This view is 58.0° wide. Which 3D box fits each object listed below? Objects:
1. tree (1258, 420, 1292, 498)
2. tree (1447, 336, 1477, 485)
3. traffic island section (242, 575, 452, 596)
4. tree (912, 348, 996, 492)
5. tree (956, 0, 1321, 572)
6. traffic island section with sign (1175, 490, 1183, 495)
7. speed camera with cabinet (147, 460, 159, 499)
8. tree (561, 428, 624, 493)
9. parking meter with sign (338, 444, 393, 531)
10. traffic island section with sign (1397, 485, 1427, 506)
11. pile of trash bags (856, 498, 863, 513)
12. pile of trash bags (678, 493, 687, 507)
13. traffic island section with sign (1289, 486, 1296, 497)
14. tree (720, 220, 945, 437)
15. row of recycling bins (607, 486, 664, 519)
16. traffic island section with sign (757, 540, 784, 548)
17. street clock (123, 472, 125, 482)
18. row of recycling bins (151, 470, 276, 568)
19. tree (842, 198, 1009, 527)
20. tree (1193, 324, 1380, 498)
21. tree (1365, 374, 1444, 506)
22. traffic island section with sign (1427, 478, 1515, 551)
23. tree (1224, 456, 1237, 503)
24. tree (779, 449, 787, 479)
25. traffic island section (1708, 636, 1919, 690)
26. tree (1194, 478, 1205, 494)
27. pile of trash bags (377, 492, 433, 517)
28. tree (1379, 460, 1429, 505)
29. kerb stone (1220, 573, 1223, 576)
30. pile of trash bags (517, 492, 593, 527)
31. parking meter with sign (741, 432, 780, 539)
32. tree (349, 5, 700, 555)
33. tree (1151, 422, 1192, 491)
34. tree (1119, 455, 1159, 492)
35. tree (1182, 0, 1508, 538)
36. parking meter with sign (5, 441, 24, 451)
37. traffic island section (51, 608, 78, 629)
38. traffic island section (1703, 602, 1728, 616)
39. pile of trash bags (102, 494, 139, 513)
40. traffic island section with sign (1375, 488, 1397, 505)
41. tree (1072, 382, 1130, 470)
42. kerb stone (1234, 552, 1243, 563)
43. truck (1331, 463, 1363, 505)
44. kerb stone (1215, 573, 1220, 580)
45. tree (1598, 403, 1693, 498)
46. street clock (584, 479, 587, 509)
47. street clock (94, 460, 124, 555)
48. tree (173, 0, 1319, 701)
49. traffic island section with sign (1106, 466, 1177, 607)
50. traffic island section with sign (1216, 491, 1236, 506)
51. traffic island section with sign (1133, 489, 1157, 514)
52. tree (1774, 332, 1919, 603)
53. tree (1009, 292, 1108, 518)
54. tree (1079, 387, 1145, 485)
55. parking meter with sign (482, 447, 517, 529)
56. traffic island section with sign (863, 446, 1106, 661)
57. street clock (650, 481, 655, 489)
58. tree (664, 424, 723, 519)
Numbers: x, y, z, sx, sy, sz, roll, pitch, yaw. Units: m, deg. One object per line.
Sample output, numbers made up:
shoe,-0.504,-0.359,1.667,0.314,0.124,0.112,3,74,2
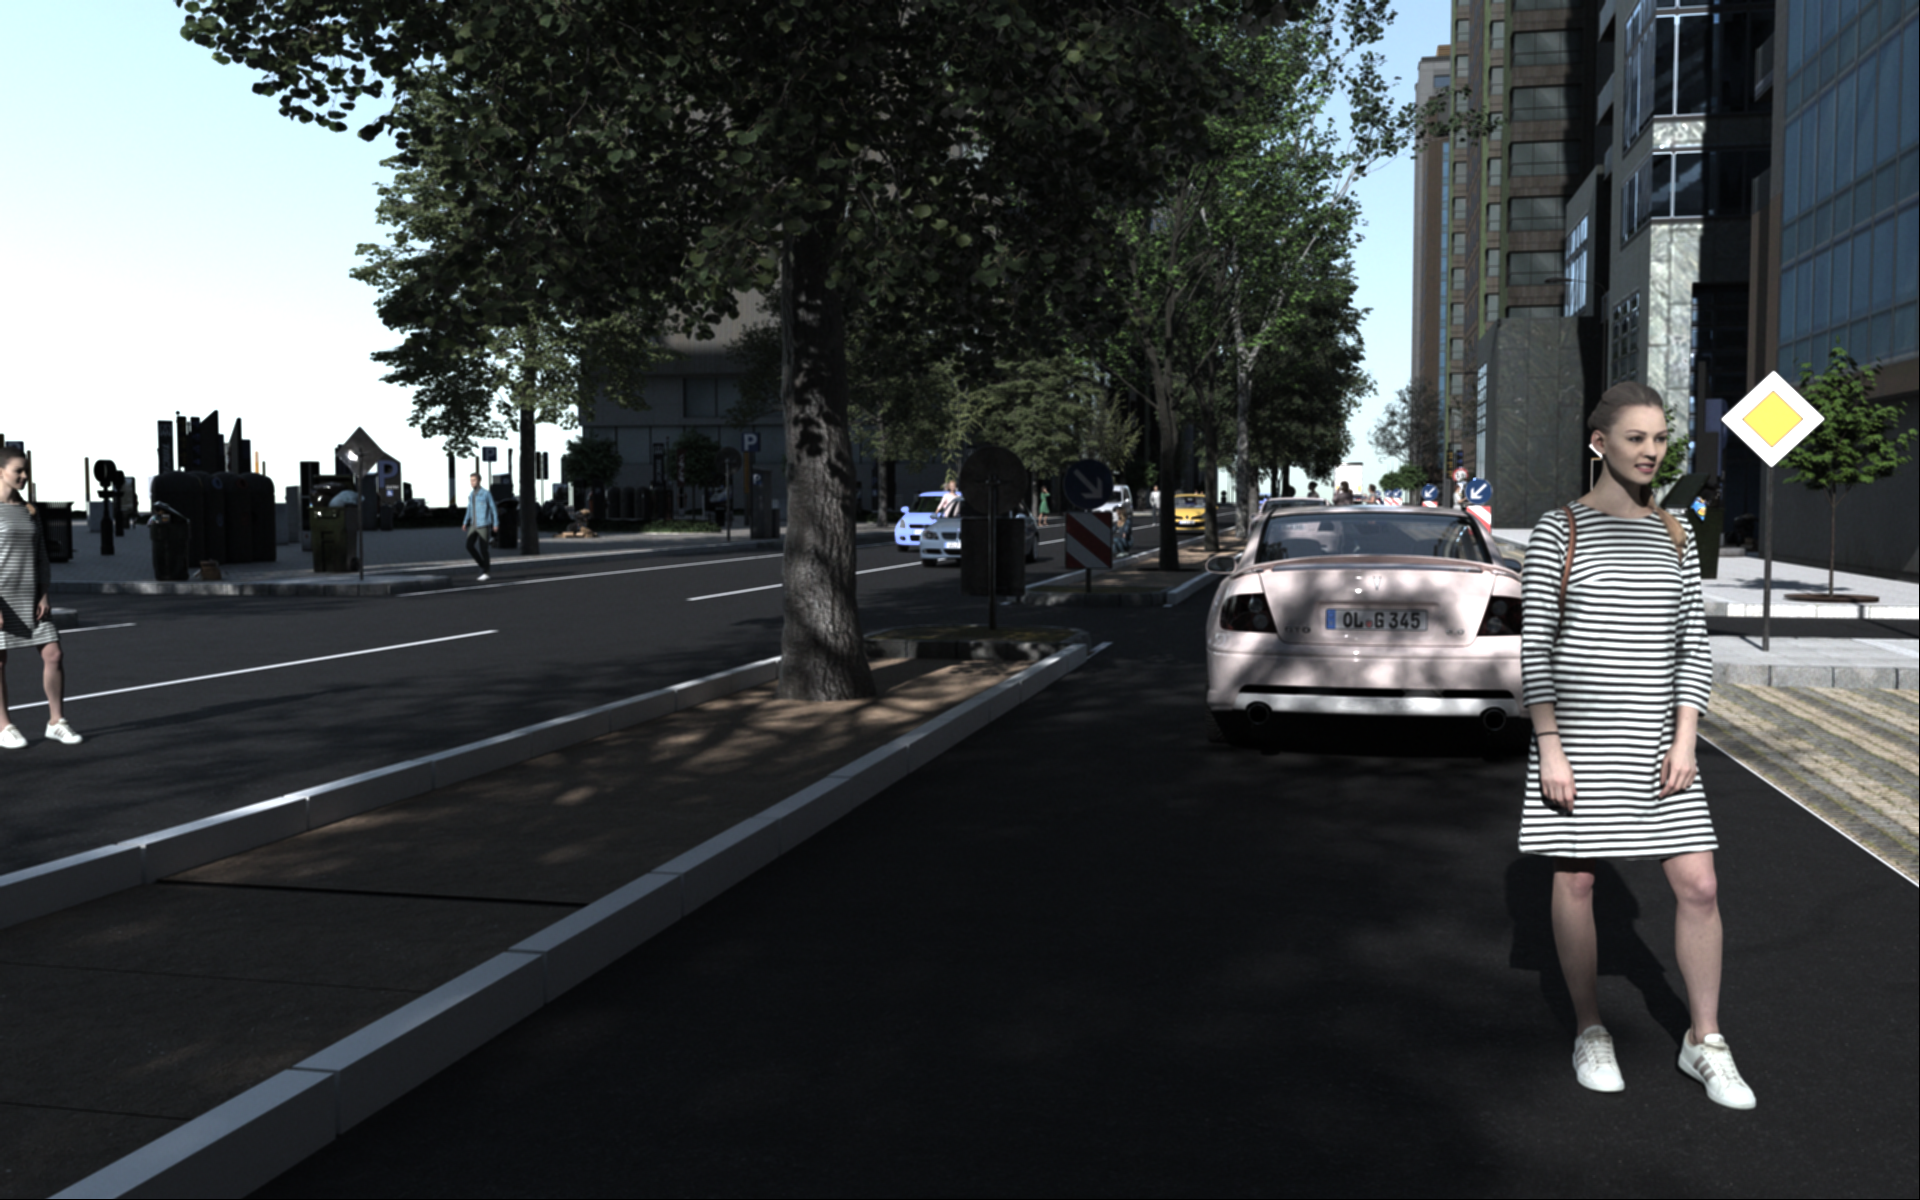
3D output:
tree,15.493,-8.047,84.392,4.737,8.622,4.395,0,3,0
tree,23.476,-7.724,76.655,4.360,8.622,3.978,0,3,0
traffic island section,-8.949,-0.218,25.842,2.009,0.180,2.903,1,4,13
tree,-0.405,-8.329,86.536,4.737,8.622,4.395,0,3,0
tree,3.793,-6.342,31.903,9.928,11.665,9.643,0,3,0
traffic island section with sign,18.919,-8.623,149.609,1.989,1.847,2.006,1,4,13
speed camera with cabinet,-38.947,-5.557,85.197,0.660,3.252,2.038,1,4,21
tree,-18.333,-6.265,86.141,4.285,4.588,4.351,0,3,0
parking meter with sign,-20.828,-3.944,60.740,1.738,3.016,0.543,0,4,-3
traffic island section with sign,18.939,-3.777,70.384,1.989,1.847,2.006,1,4,13
pile of trash bags,-6.166,-4.583,84.689,1.912,1.369,3.447,-3,5,-40
pile of trash bags,-18.121,-5.784,104.326,3.447,1.369,1.912,0,4,3
traffic island section with sign,18.305,-5.398,96.390,2.006,1.907,1.989,1,4,13
tree,-4.384,-7.470,56.554,7.601,10.594,8.767,1,4,21
row of recycling bins,-17.005,-5.131,91.002,3.534,1.692,1.069,1,4,21
traffic island section with sign,-4.230,-2.334,46.796,1.989,1.847,2.006,1,4,13
street clock,-25.586,-2.942,52.674,0.358,2.002,0.471,0,4,-5
row of recycling bins,-13.649,-1.502,31.671,1.069,1.692,3.534,0,4,4
tree,-3.228,-9.099,66.901,7.486,12.596,7.792,0,3,0
tree,17.431,-10.575,92.373,9.611,12.733,9.660,0,3,0
tree,46.313,-16.302,176.913,12.009,13.543,11.850,0,3,0
traffic island section with sign,13.023,-2.169,44.084,1.989,1.847,2.006,1,4,13
tree,39.948,-18.468,252.320,4.360,8.622,3.978,0,3,0
tree,-7.640,-6.416,88.620,4.285,4.588,4.351,0,3,0
traffic island section,6.606,0.496,14.164,2.009,0.180,2.903,1,4,13
tree,28.670,-12.850,204.691,1.663,3.219,1.824,0,3,0
pile of trash bags,-23.091,-3.735,70.811,1.912,1.369,3.447,1,4,16
tree,42.401,-10.963,162.958,4.285,4.588,4.351,0,3,0
kerb stone,4.417,-0.473,29.938,0.120,0.150,1.000,1,4,13
pile of trash bags,-15.891,-3.608,68.742,3.447,1.369,1.912,-1,4,-19
parking meter with sign,-5.694,-3.278,49.862,0.543,3.016,1.738,1,4,16
tree,-8.740,-7.214,36.080,7.486,12.596,7.792,0,3,0
tree,20.246,-13.106,164.650,4.360,8.622,3.978,0,3,0
tree,15.064,-9.896,145.519,4.285,4.588,4.351,0,3,0
tree,10.085,-11.974,54.120,12.611,20.169,13.585,0,3,0
parking meter with sign,-30.942,-3.662,56.129,0.543,3.016,1.738,0,4,-7
traffic island section,-10.703,0.259,18.051,2.009,0.180,2.903,1,4,13
traffic island section,8.360,0.020,21.955,2.009,0.180,2.903,1,4,13
pile of trash bags,-51.574,-5.931,106.728,3.447,1.369,1.912,3,5,40
traffic island section with sign,35.837,-8.367,145.434,1.989,1.847,2.006,1,4,13
tree,9.127,-10.078,115.136,4.360,8.622,3.978,0,3,0
kerb stone,5.995,-0.901,36.925,0.120,0.150,1.000,1,4,13
truck,35.692,-10.435,159.531,2.839,4.237,11.283,1,4,12
kerb stone,4.200,-0.408,28.934,0.120,0.150,1.000,1,4,13
tree,12.655,-2.291,32.059,1.663,3.219,1.824,0,3,0
street clock,-17.406,-4.598,79.745,0.358,2.002,0.471,2,4,33
street clock,-18.010,-1.955,36.533,0.471,2.002,0.358,2,4,31
tree,-0.958,-6.274,11.688,9.857,13.997,8.962,0,3,0
traffic island section with sign,1.809,-0.914,23.078,2.006,1.907,1.989,1,4,13
traffic island section with sign,31.038,-11.914,203.427,1.989,1.847,2.006,1,4,13
traffic island section with sign,12.921,-6.992,122.948,1.989,1.847,2.006,1,4,13
tree,10.377,-1.601,20.782,1.663,3.219,1.824,0,3,0
tree,4.101,-10.709,93.222,7.486,12.596,7.792,0,3,0
tree,10.396,-10.367,119.860,4.737,8.622,4.395,0,3,0
parking meter with sign,-16.727,-4.091,63.151,0.543,3.016,1.738,-3,5,-43
traffic island section with sign,0.173,-0.472,15.853,2.006,1.907,1.989,1,4,13
street clock,-16.684,-5.485,94.242,0.358,2.002,0.471,-2,4,-25
tree,-12.233,-5.889,80.003,4.285,4.588,4.351,0,3,0
